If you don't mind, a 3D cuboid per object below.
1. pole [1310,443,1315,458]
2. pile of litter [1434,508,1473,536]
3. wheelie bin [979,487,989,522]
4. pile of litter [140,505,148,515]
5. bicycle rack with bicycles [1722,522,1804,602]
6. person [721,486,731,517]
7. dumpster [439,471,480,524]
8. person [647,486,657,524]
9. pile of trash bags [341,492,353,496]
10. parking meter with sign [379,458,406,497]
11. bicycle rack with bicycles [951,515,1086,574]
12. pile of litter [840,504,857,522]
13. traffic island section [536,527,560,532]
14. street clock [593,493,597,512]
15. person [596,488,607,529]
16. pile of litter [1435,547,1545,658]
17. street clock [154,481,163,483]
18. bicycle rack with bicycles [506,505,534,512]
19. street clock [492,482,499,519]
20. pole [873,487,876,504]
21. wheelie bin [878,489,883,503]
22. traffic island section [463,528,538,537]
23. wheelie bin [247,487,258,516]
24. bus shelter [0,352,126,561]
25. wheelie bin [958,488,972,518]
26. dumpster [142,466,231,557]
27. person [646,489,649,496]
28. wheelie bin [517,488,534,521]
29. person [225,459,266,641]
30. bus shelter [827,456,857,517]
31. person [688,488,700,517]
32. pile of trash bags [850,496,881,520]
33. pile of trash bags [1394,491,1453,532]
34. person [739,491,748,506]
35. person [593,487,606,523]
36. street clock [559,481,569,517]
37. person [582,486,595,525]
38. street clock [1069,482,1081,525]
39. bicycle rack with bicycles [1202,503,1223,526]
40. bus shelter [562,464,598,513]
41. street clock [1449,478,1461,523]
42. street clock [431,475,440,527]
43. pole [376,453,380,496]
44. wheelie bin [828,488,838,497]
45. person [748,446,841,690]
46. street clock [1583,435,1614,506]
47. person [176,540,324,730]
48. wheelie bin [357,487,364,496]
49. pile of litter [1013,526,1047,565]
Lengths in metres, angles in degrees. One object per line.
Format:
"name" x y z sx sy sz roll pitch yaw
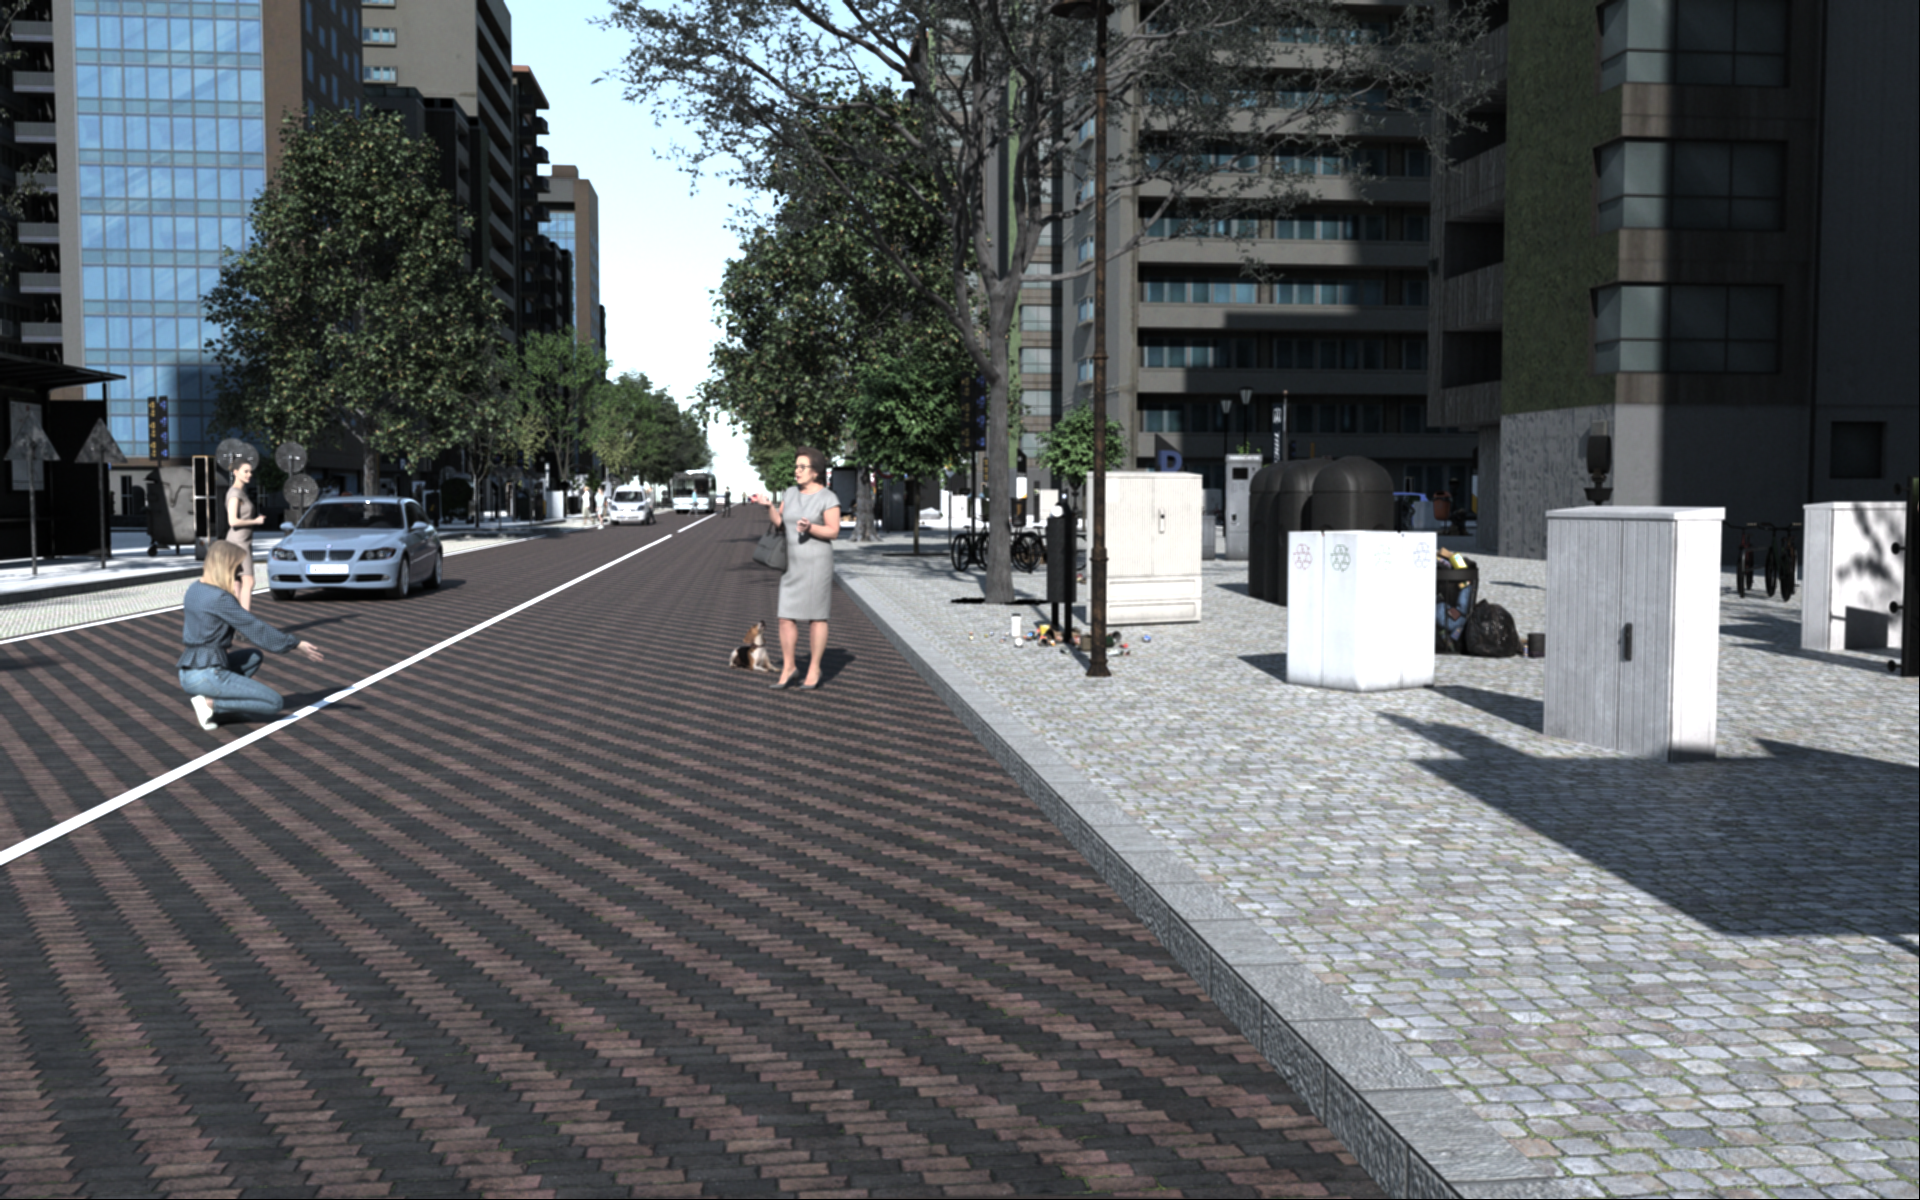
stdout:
"pole" 13.956 -4.575 68.652 0.158 3.312 0.155 0 3 0
"pile of litter" 15.217 -2.419 53.514 1.176 0.858 1.719 0 4 5
"wheelie bin" 1.295 -4.344 78.931 0.980 1.594 0.693 -1 4 -20
"pile of litter" -31.424 -3.234 66.845 1.719 0.858 1.176 0 4 3
"bicycle rack with bicycles" 10.669 -0.495 21.478 2.852 0.926 2.925 3 4 36
"person" -14.487 -6.090 107.436 0.648 1.900 0.474 3 5 45
"dumpster" -21.462 -4.383 74.156 1.502 2.255 1.985 0 4 -6
"person" -15.019 -4.607 83.922 0.767 1.812 0.694 -2 4 -29
"pile of trash bags" -25.099 -3.842 72.577 1.912 1.369 3.447 0 4 2
"parking meter with sign" -28.064 -5.422 84.915 1.738 3.016 0.543 1 4 14
"bicycle rack with bicycles" 1.022 -0.959 29.058 2.925 0.926 2.852 -3 5 -39
"pile of litter" -5.135 -4.113 81.213 1.176 0.858 1.719 1 4 22
"traffic island section" -16.429 -2.687 66.218 2.009 0.180 2.903 0 4 -7
"street clock" -26.443 -7.386 125.328 0.471 2.002 0.358 2 4 29
"person" -14.959 -3.833 72.177 0.522 1.701 0.512 -3 4 -39
"pile of litter" 4.081 -0.012 14.158 1.176 0.858 1.719 -2 4 -35
"street clock" -31.957 -3.958 69.279 0.358 2.002 0.471 1 4 16
"bicycle rack with bicycles" -28.534 -6.120 113.439 2.852 0.926 2.925 3 4 37
"street clock" -24.336 -5.281 90.909 0.471 2.002 0.358 -1 4 -12
"pole" -4.443 -5.937 90.908 0.158 3.312 0.155 0 3 0
"wheelie bin" -4.881 -6.002 106.037 0.980 1.594 0.693 0 4 3
"traffic island section" -15.497 -2.202 58.288 2.009 0.180 2.903 0 4 -7
"wheelie bin" -33.557 -4.568 82.593 0.980 1.594 0.693 -2 4 -26
"bus shelter" -17.098 -2.458 31.466 1.731 3.624 6.357 0 4 -7
"wheelie bin" 0.304 -5.219 93.236 0.980 1.594 0.693 -1 4 -13
"dumpster" -16.185 -1.866 36.274 1.264 1.857 1.865 0 4 -7
"person" -22.170 -7.005 123.207 0.728 1.800 0.709 3 4 38
"wheelie bin" -21.079 -4.658 84.063 0.693 1.594 0.980 0 4 7
"person" -7.048 -0.505 17.096 0.374 1.781 0.599 -1 4 -18
"bus shelter" -6.189 -6.192 95.166 2.014 3.302 5.546 0 4 -7
"person" -16.928 -6.225 110.148 0.748 1.841 0.638 0 4 7
"pile of trash bags" -4.594 -4.727 87.032 1.912 1.369 3.447 -1 4 -19
"pile of trash bags" 14.284 -2.831 56.041 3.447 1.369 1.912 3 5 40
"person" -26.255 -12.360 210.596 1.348 1.823 0.705 2 4 24
"person" -18.033 -4.747 86.599 0.515 1.767 0.782 -2 4 -33
"street clock" -21.884 -5.577 95.761 0.471 2.002 0.358 -1 4 -20
"person" -17.177 -4.357 79.967 0.641 1.798 0.478 0 4 7
"street clock" 4.720 -4.059 70.939 0.471 2.002 0.358 -2 4 -25
"bicycle rack with bicycles" 11.003 -3.459 69.935 2.925 0.926 2.852 2 4 27
"bus shelter" -26.186 -7.699 119.794 2.014 3.302 5.546 0 4 -7
"street clock" 21.999 -4.433 77.050 0.471 2.002 0.358 3 5 41
"street clock" -20.167 -3.794 66.601 0.358 2.002 0.471 -1 4 -21
"pole" -28.782 -5.611 85.577 0.158 3.312 0.155 0 3 0
"wheelie bin" -6.318 -4.642 83.804 0.693 1.594 0.980 1 4 18
"person" -1.242 -0.233 12.665 0.716 1.782 0.532 2 4 29
"street clock" 7.902 -1.033 21.455 0.358 2.002 0.471 2 4 29
"person" -4.545 0.193 10.840 0.738 1.151 1.012 -3 5 -42
"wheelie bin" -26.837 -4.321 78.563 0.980 1.594 0.693 -2 4 -25
"pile of litter" 1.548 -1.115 32.194 1.176 0.858 1.719 1 4 19
